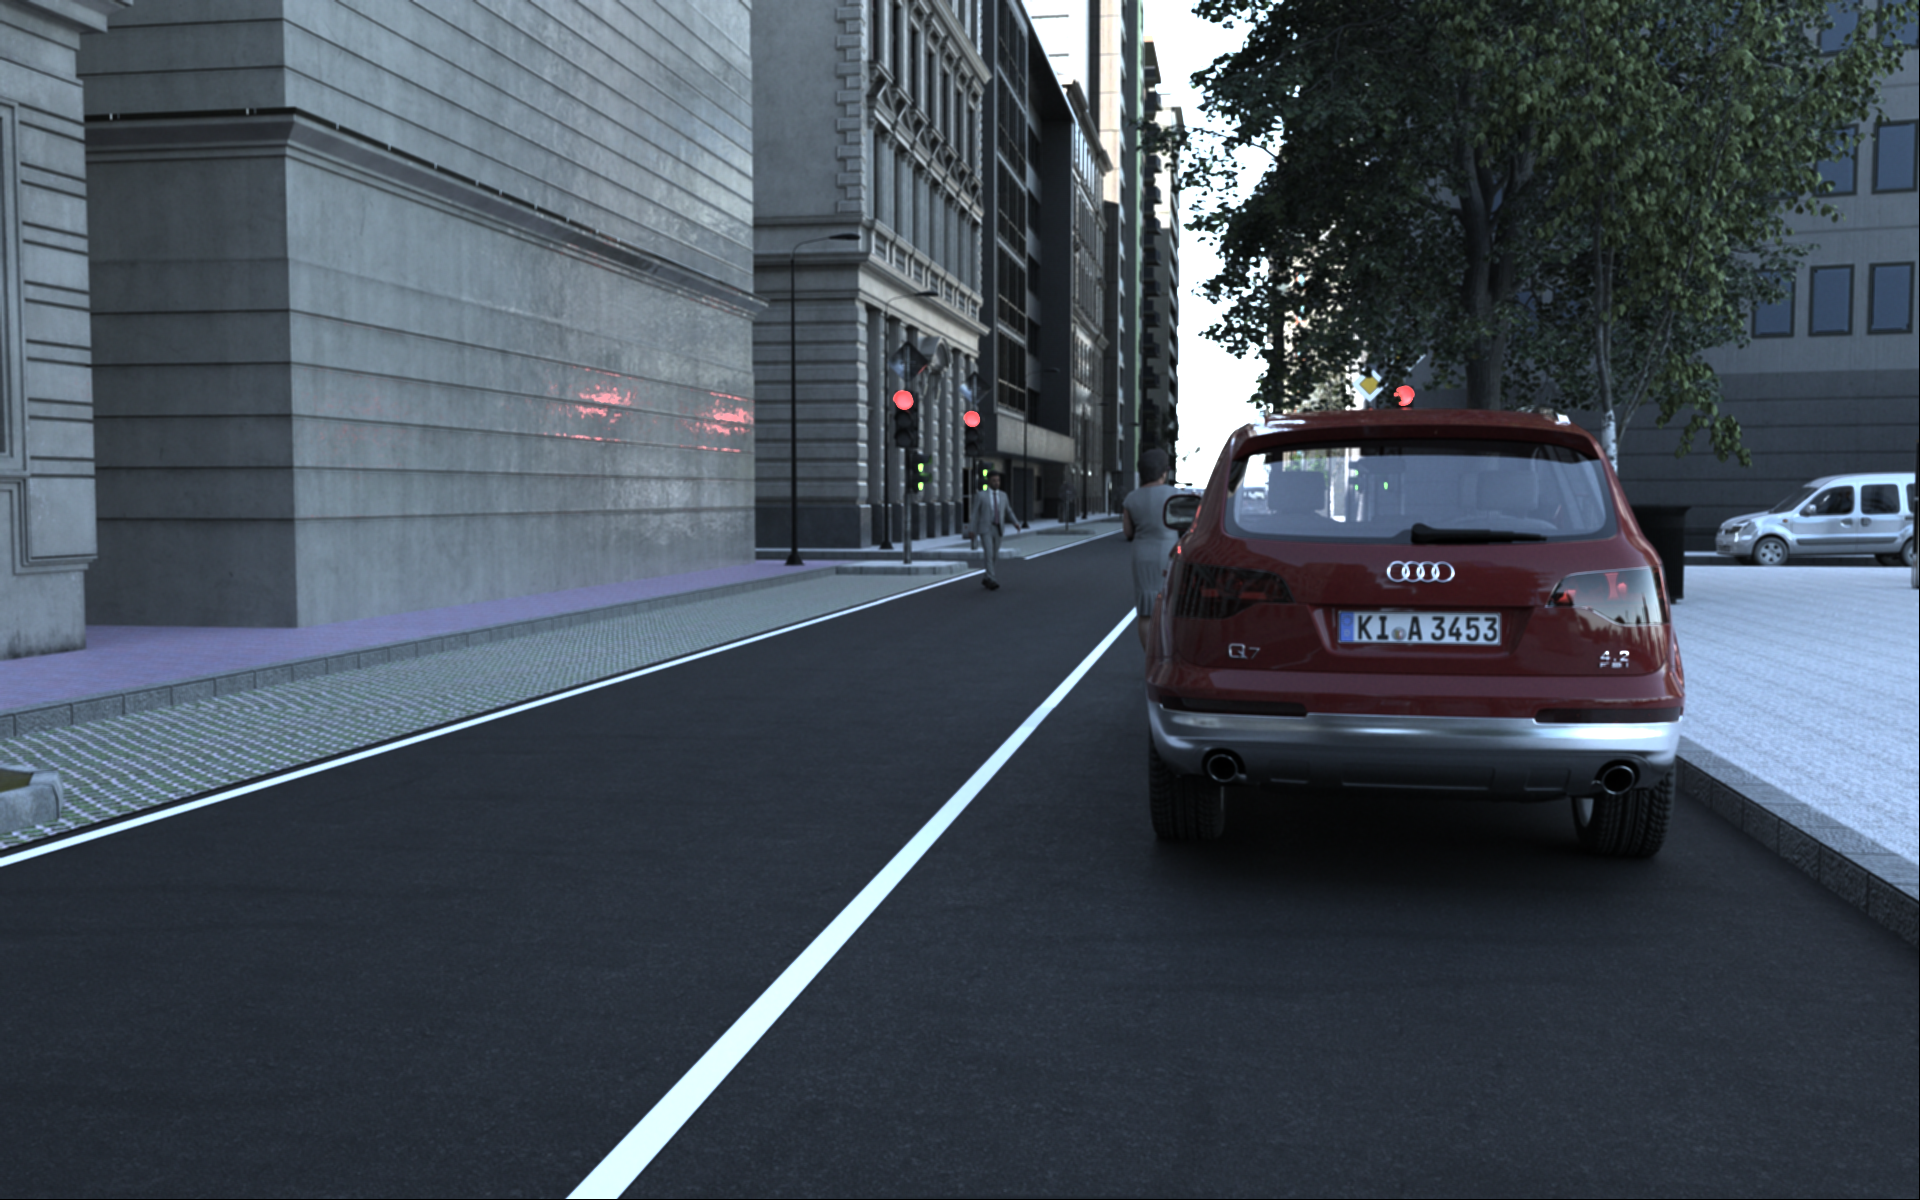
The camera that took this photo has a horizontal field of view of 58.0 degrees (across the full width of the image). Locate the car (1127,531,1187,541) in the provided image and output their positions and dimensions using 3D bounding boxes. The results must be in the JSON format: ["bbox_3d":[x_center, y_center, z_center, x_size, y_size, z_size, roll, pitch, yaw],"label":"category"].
[{"bbox_3d":[6.270,-2.617,54.582,2.131,1.459,4.920,1,4,9],"label":"car"}]

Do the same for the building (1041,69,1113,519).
[{"bbox_3d":[1.844,-18.638,102.000,12.463,27.353,25.104,1,4,9],"label":"building"}]

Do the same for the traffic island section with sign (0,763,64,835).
[{"bbox_3d":[-5.004,0.084,7.247,1.989,1.847,2.006,1,4,9],"label":"traffic island section with sign"}]

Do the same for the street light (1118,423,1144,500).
[{"bbox_3d":[11.337,-8.751,115.616,1.470,5.913,1.316,1,4,9],"label":"street light"}]

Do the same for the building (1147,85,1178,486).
[{"bbox_3d":[14.985,-35.784,208.769,21.300,48.544,21.600,1,4,9],"label":"building"}]

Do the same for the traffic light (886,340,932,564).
[{"bbox_3d":[-0.948,-2.617,31.703,0.839,4.253,0.868,1,4,9],"label":"traffic light"}]

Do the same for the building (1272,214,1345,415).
[{"bbox_3d":[35.825,-23.691,159.046,14.160,30.474,14.107,1,4,9],"label":"building"}]

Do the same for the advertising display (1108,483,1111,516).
[{"bbox_3d":[8.662,-5.815,100.289,0.123,1.923,0.974,0,4,8],"label":"advertising display"}]

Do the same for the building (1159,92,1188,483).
[{"bbox_3d":[15.787,-39.418,233.721,28.713,52.752,27.495,1,4,9],"label":"building"}]

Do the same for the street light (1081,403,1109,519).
[{"bbox_3d":[6.904,-7.091,88.481,1.470,5.913,1.316,1,4,9],"label":"street light"}]

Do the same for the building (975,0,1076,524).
[{"bbox_3d":[-3.479,-15.657,75.055,14.314,24.678,30.058,1,4,9],"label":"building"}]

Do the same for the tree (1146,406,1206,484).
[{"bbox_3d":[21.782,-15.174,182.503,8.767,10.594,7.601,1,4,13],"label":"tree"}]

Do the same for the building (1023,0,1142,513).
[{"bbox_3d":[5.247,-26.792,121.641,14.154,41.232,14.086,1,4,9],"label":"building"}]

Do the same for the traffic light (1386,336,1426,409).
[{"bbox_3d":[7.701,-2.531,30.307,0.839,4.253,0.868,1,4,9],"label":"traffic light"}]

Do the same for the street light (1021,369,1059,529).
[{"bbox_3d":[2.965,-5.616,64.364,1.470,5.913,1.316,1,4,9],"label":"street light"}]

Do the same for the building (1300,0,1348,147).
[{"bbox_3d":[42.461,-45.017,174.277,20.563,71.187,20.611,1,4,9],"label":"building"}]

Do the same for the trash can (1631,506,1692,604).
[{"bbox_3d":[8.175,-0.531,20.330,0.748,1.137,0.748,0,3,0],"label":"trash can"}]

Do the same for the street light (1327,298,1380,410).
[{"bbox_3d":[9.158,-4.144,40.288,1.470,5.913,1.316,1,4,9],"label":"street light"}]

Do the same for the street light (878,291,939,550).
[{"bbox_3d":[-1.173,-4.115,39.823,1.470,5.913,1.316,1,4,9],"label":"street light"}]

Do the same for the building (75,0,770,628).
[{"bbox_3d":[-26.217,-15.319,26.875,44.131,29.872,17.030,1,4,9],"label":"building"}]

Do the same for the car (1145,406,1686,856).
[{"bbox_3d":[2.091,0.009,8.532,2.281,1.827,5.304,1,4,11],"label":"car"}]

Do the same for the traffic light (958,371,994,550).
[{"bbox_3d":[0.343,-3.099,39.583,0.839,4.253,0.868,1,4,9],"label":"traffic light"}]

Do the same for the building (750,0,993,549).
[{"bbox_3d":[-5.560,-13.508,49.739,11.050,23.489,19.941,1,4,9],"label":"building"}]

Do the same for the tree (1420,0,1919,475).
[{"bbox_3d":[6.123,-3.986,15.526,4.737,8.622,4.395,0,3,0],"label":"tree"}]

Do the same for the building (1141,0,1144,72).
[{"bbox_3d":[3.512,-31.584,140.102,21.300,48.544,21.600,1,4,9],"label":"building"}]

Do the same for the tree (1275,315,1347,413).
[{"bbox_3d":[14.892,-7.291,69.570,4.360,8.622,3.978,0,3,0],"label":"tree"}]

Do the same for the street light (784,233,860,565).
[{"bbox_3d":[-2.459,-3.577,31.021,1.470,5.913,1.316,1,4,9],"label":"street light"}]

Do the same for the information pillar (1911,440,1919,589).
[{"bbox_3d":[13.079,-1.156,23.390,0.304,2.012,0.304,1,4,17],"label":"information pillar"}]

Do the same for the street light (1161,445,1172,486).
[{"bbox_3d":[19.303,-11.731,164.340,1.470,5.913,1.316,1,4,9],"label":"street light"}]

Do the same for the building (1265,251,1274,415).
[{"bbox_3d":[55.705,-36.550,252.220,22.147,44.769,28.867,1,4,9],"label":"building"}]

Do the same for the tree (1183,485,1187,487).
[{"bbox_3d":[35.639,-16.975,272.139,1.663,3.219,1.824,0,3,0],"label":"tree"}]

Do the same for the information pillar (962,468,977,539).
[{"bbox_3d":[0.272,-2.732,49.156,0.304,2.012,0.304,-3,5,-45],"label":"information pillar"}]

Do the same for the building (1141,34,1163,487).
[{"bbox_3d":[7.773,-31.227,165.189,22.147,44.769,28.867,1,4,9],"label":"building"}]

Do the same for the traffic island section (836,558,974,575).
[{"bbox_3d":[-0.986,-0.585,31.844,2.009,0.180,2.903,1,4,9],"label":"traffic island section"}]

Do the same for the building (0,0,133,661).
[{"bbox_3d":[-13.670,-10.315,4.809,11.583,22.565,21.152,1,4,9],"label":"building"}]

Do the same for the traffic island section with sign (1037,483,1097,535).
[{"bbox_3d":[3.805,-3.207,61.063,1.989,1.847,2.006,1,4,9],"label":"traffic island section with sign"}]

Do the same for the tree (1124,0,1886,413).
[{"bbox_3d":[7.091,-7.110,22.896,9.857,13.997,8.962,0,3,0],"label":"tree"}]

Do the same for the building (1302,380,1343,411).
[{"bbox_3d":[29.964,-47.508,89.423,22.319,86.520,31.000,1,4,9],"label":"building"}]

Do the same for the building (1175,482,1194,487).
[{"bbox_3d":[18.809,-34.726,259.647,32.217,40.220,23.993,1,4,9],"label":"building"}]

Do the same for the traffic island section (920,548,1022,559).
[{"bbox_3d":[0.305,-1.067,39.724,2.009,0.180,2.903,1,4,9],"label":"traffic island section"}]

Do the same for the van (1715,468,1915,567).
[{"bbox_3d":[16.984,-1.637,33.769,4.112,2.044,2.013,1,4,10],"label":"van"}]

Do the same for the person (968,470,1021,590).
[{"bbox_3d":[0.485,-1.059,26.086,0.678,1.792,0.850,-2,4,-24],"label":"person"}]

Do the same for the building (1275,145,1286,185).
[{"bbox_3d":[52.065,-36.910,227.178,21.300,48.544,21.600,1,4,9],"label":"building"}]

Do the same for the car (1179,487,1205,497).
[{"bbox_3d":[11.779,-4.872,88.326,2.281,1.827,5.304,1,4,9],"label":"car"}]

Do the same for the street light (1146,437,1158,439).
[{"bbox_3d":[15.322,-10.272,140.480,1.470,5.913,1.316,1,4,9],"label":"street light"}]

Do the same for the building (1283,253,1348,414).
[{"bbox_3d":[39.939,-17.851,136.900,27.650,21.520,28.899,1,4,9],"label":"building"}]

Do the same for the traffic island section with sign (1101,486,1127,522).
[{"bbox_3d":[8.228,-4.856,88.028,1.989,1.847,2.006,1,4,9],"label":"traffic island section with sign"}]

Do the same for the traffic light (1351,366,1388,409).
[{"bbox_3d":[8.992,-3.013,38.188,0.839,4.253,0.868,1,4,9],"label":"traffic light"}]

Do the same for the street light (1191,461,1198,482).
[{"bbox_3d":[32.550,-16.685,245.338,1.470,5.913,1.316,1,4,9],"label":"street light"}]

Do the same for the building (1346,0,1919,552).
[{"bbox_3d":[25.315,-30.770,45.081,28.212,58.520,21.231,1,4,9],"label":"building"}]

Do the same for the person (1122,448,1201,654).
[{"bbox_3d":[1.626,-0.274,13.342,0.716,1.782,0.532,1,4,21],"label":"person"}]
